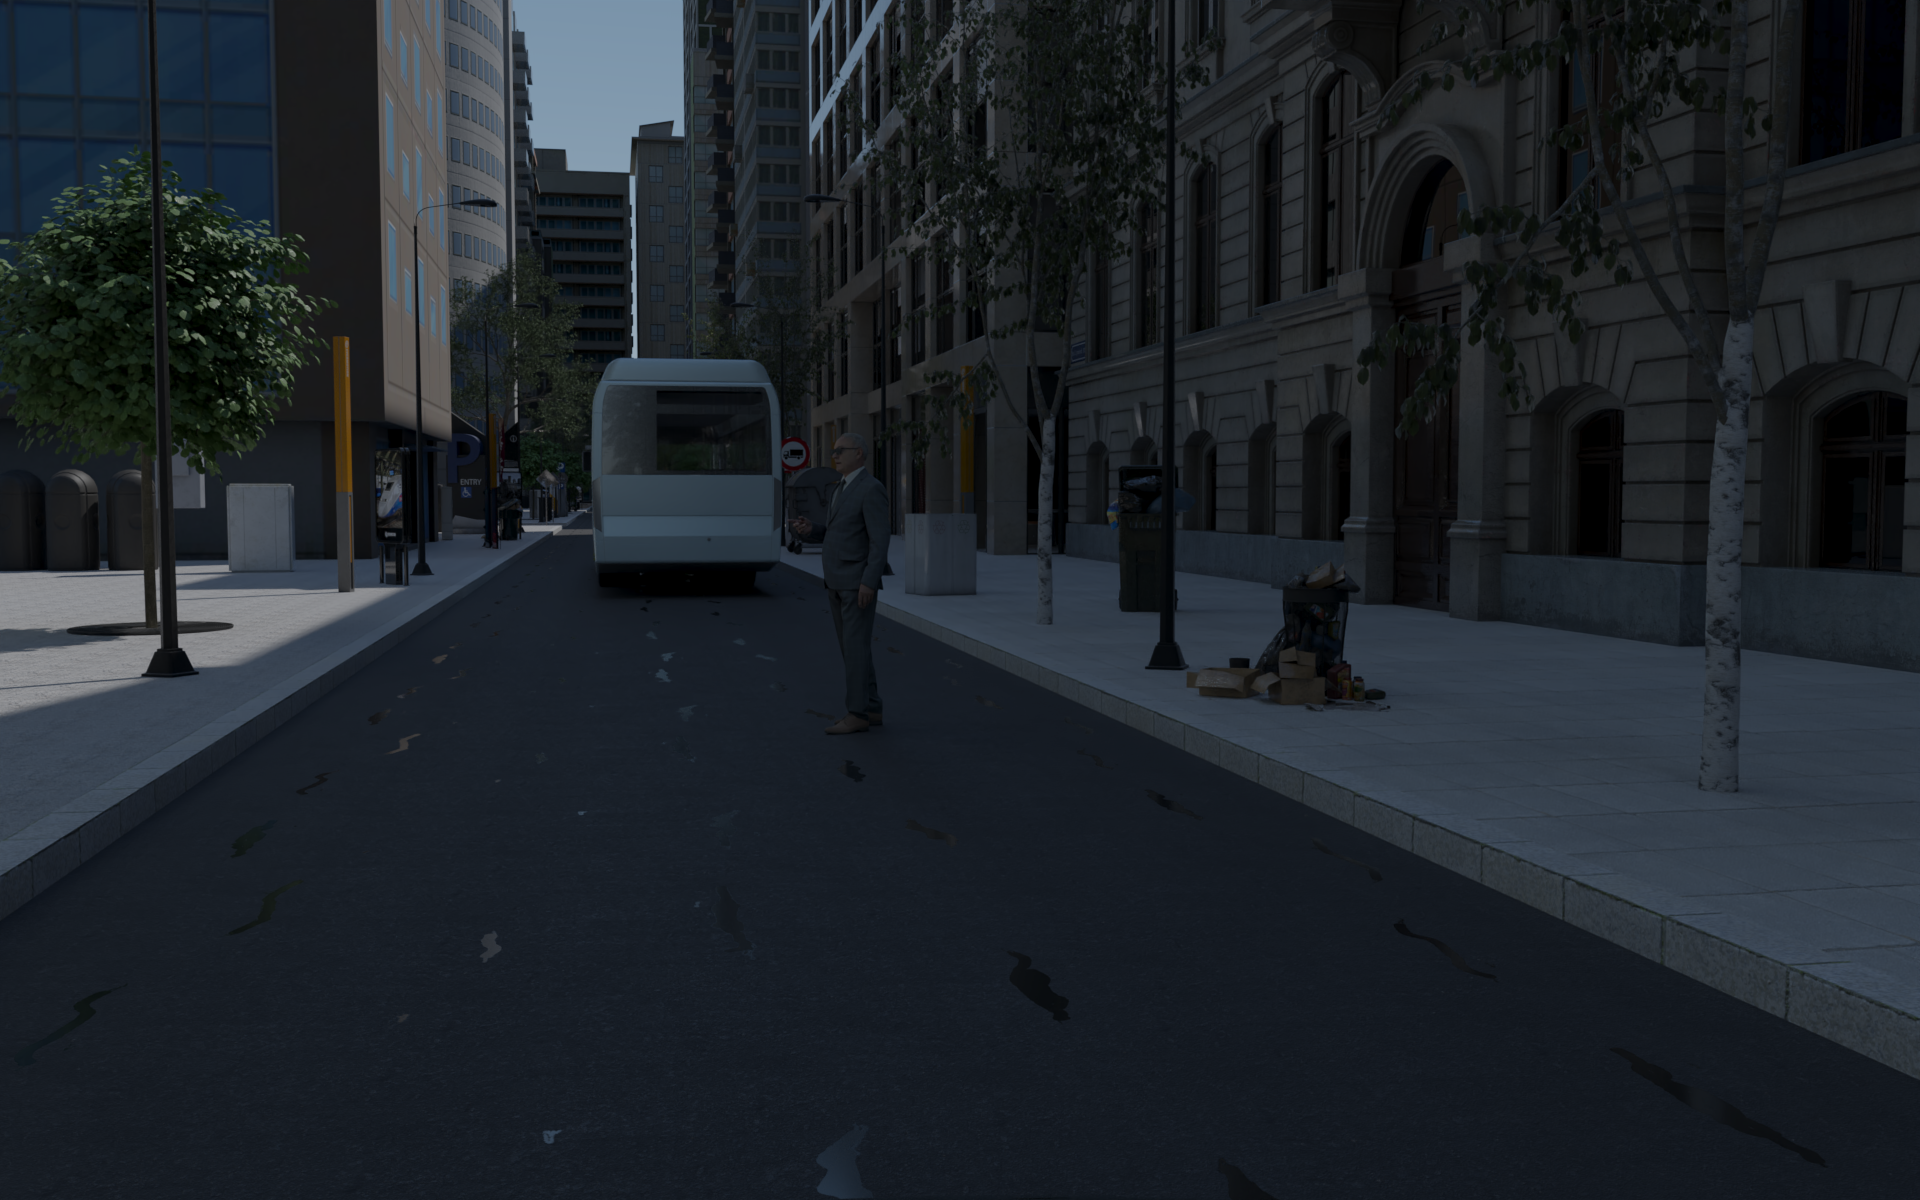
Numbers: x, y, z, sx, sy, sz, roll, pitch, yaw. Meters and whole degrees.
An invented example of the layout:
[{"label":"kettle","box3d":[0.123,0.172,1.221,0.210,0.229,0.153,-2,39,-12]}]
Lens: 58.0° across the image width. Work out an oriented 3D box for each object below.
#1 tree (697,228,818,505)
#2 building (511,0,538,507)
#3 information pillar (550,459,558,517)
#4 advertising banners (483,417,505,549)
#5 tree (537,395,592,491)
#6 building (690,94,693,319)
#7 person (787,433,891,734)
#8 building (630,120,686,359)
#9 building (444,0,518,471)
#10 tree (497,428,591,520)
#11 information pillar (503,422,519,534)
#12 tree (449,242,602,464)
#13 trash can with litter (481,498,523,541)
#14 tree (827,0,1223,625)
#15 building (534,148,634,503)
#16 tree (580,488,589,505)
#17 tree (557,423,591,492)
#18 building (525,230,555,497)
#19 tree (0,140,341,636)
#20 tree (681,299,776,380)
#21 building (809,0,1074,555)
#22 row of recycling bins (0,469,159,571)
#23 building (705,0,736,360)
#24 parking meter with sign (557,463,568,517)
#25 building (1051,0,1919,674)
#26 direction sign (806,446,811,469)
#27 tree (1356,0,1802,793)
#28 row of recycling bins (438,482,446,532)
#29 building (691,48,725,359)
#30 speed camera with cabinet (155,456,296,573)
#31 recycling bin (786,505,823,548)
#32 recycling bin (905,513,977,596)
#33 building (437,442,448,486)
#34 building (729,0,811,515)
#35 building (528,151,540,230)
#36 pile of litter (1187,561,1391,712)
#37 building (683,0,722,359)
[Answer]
[{"label":"tree","box3d":[-4.873,-5.919,47.133,4.360,8.622,3.978,0,3,0]},{"label":"building","box3d":[-51.720,-33.233,162.974,23.786,49.044,30.456,-1,4,-11]},{"label":"information pillar","box3d":[-22.885,-6.499,97.612,0.183,3.616,0.504,3,5,44]},{"label":"advertising banners","box3d":[-10.904,-2.713,40.541,0.090,3.025,2.074,-2,4,-28]},{"label":"tree","box3d":[-26.678,-10.242,117.822,4.360,8.622,3.978,0,3,0]},{"label":"building","box3d":[-20.256,-32.300,178.208,14.600,45.320,14.200,-1,4,-11]},{"label":"person","box3d":[-0.718,-0.114,10.535,0.590,1.801,0.661,-2,4,-30]},{"label":"building","box3d":[-34.028,-40.647,253.813,27.495,52.752,28.713,-1,4,-11]},{"label":"building","box3d":[-42.242,-35.280,118.826,21.231,58.520,28.212,-1,4,-11]},{"label":"tree","box3d":[-21.390,-6.280,86.383,4.285,4.588,4.351,0,3,0]},{"label":"information pillar","box3d":[-14.493,-3.952,55.974,0.504,3.616,0.183,-1,4,-23]},{"label":"tree","box3d":[-16.468,-7.891,63.433,7.601,10.594,8.767,-1,4,-21]},{"label":"trash can with litter","box3d":[-12.596,-2.217,47.628,1.055,1.170,0.624,-3,5,-42]},{"label":"tree","box3d":[0.782,-4.079,17.051,4.360,8.622,3.978,0,3,0]},{"label":"building","box3d":[-57.363,-38.029,245.467,21.600,48.544,21.300,-1,4,-11]},{"label":"tree","box3d":[-45.816,-13.172,209.962,1.663,3.219,1.824,0,3,0]},{"label":"tree","box3d":[-36.729,-13.118,164.840,4.737,8.622,4.395,0,3,0]},{"label":"building","box3d":[-51.110,-25.372,186.526,14.160,30.474,14.107,-1,4,-11]},{"label":"tree","box3d":[-7.559,-1.990,16.258,4.285,4.588,4.351,0,3,0]},{"label":"tree","box3d":[-8.703,-7.000,64.819,4.737,8.622,4.395,0,3,0]},{"label":"building","box3d":[6.788,-15.261,54.028,19.350,26.468,34.151,-1,4,-11]},{"label":"row of recycling bins","box3d":[-15.342,-1.349,29.170,3.534,1.692,1.069,0,4,-4]},{"label":"building","box3d":[-8.310,-29.392,135.191,22.147,44.769,28.867,-1,4,-11]},{"label":"parking meter with sign","box3d":[-22.151,-6.128,96.451,0.543,3.016,1.738,0,4,-6]},{"label":"building","box3d":[10.559,-12.250,19.375,14.460,24.649,34.723,-1,4,-11]},{"label":"direction sign","box3d":[-7.101,-5.524,82.308,0.379,3.537,0.876,1,4,20]},{"label":"tree","box3d":[3.196,-3.493,7.469,4.360,8.622,3.978,0,3,0]},{"label":"row of recycling bins","box3d":[-18.940,-3.134,58.355,3.534,1.692,1.069,0,4,7]},{"label":"building","box3d":[-18.292,-29.379,163.938,14.154,41.232,14.086,-1,4,-11]},{"label":"speed camera with cabinet","box3d":[-12.004,-2.078,28.311,2.038,3.252,0.660,-1,4,-16]},{"label":"recycling bin","box3d":[-3.690,-1.761,41.351,0.722,1.027,0.722,-2,4,-35]},{"label":"recycling bin","box3d":[-0.250,-0.590,22.207,0.722,1.027,0.722,-2,4,-26]},{"label":"building","box3d":[-34.996,-39.607,85.824,20.563,71.187,20.611,-1,4,-11]},{"label":"building","box3d":[-0.865,-25.043,101.342,23.993,40.220,32.217,-1,4,-11]},{"label":"building","box3d":[-63.686,-33.847,208.023,28.867,44.769,22.147,-1,4,-11]},{"label":"pile of litter","box3d":[2.062,0.182,10.982,1.176,0.858,1.719,0,4,-5]},{"label":"building","box3d":[-25.737,-47.546,215.622,20.563,71.187,20.611,-1,4,-11]}]
